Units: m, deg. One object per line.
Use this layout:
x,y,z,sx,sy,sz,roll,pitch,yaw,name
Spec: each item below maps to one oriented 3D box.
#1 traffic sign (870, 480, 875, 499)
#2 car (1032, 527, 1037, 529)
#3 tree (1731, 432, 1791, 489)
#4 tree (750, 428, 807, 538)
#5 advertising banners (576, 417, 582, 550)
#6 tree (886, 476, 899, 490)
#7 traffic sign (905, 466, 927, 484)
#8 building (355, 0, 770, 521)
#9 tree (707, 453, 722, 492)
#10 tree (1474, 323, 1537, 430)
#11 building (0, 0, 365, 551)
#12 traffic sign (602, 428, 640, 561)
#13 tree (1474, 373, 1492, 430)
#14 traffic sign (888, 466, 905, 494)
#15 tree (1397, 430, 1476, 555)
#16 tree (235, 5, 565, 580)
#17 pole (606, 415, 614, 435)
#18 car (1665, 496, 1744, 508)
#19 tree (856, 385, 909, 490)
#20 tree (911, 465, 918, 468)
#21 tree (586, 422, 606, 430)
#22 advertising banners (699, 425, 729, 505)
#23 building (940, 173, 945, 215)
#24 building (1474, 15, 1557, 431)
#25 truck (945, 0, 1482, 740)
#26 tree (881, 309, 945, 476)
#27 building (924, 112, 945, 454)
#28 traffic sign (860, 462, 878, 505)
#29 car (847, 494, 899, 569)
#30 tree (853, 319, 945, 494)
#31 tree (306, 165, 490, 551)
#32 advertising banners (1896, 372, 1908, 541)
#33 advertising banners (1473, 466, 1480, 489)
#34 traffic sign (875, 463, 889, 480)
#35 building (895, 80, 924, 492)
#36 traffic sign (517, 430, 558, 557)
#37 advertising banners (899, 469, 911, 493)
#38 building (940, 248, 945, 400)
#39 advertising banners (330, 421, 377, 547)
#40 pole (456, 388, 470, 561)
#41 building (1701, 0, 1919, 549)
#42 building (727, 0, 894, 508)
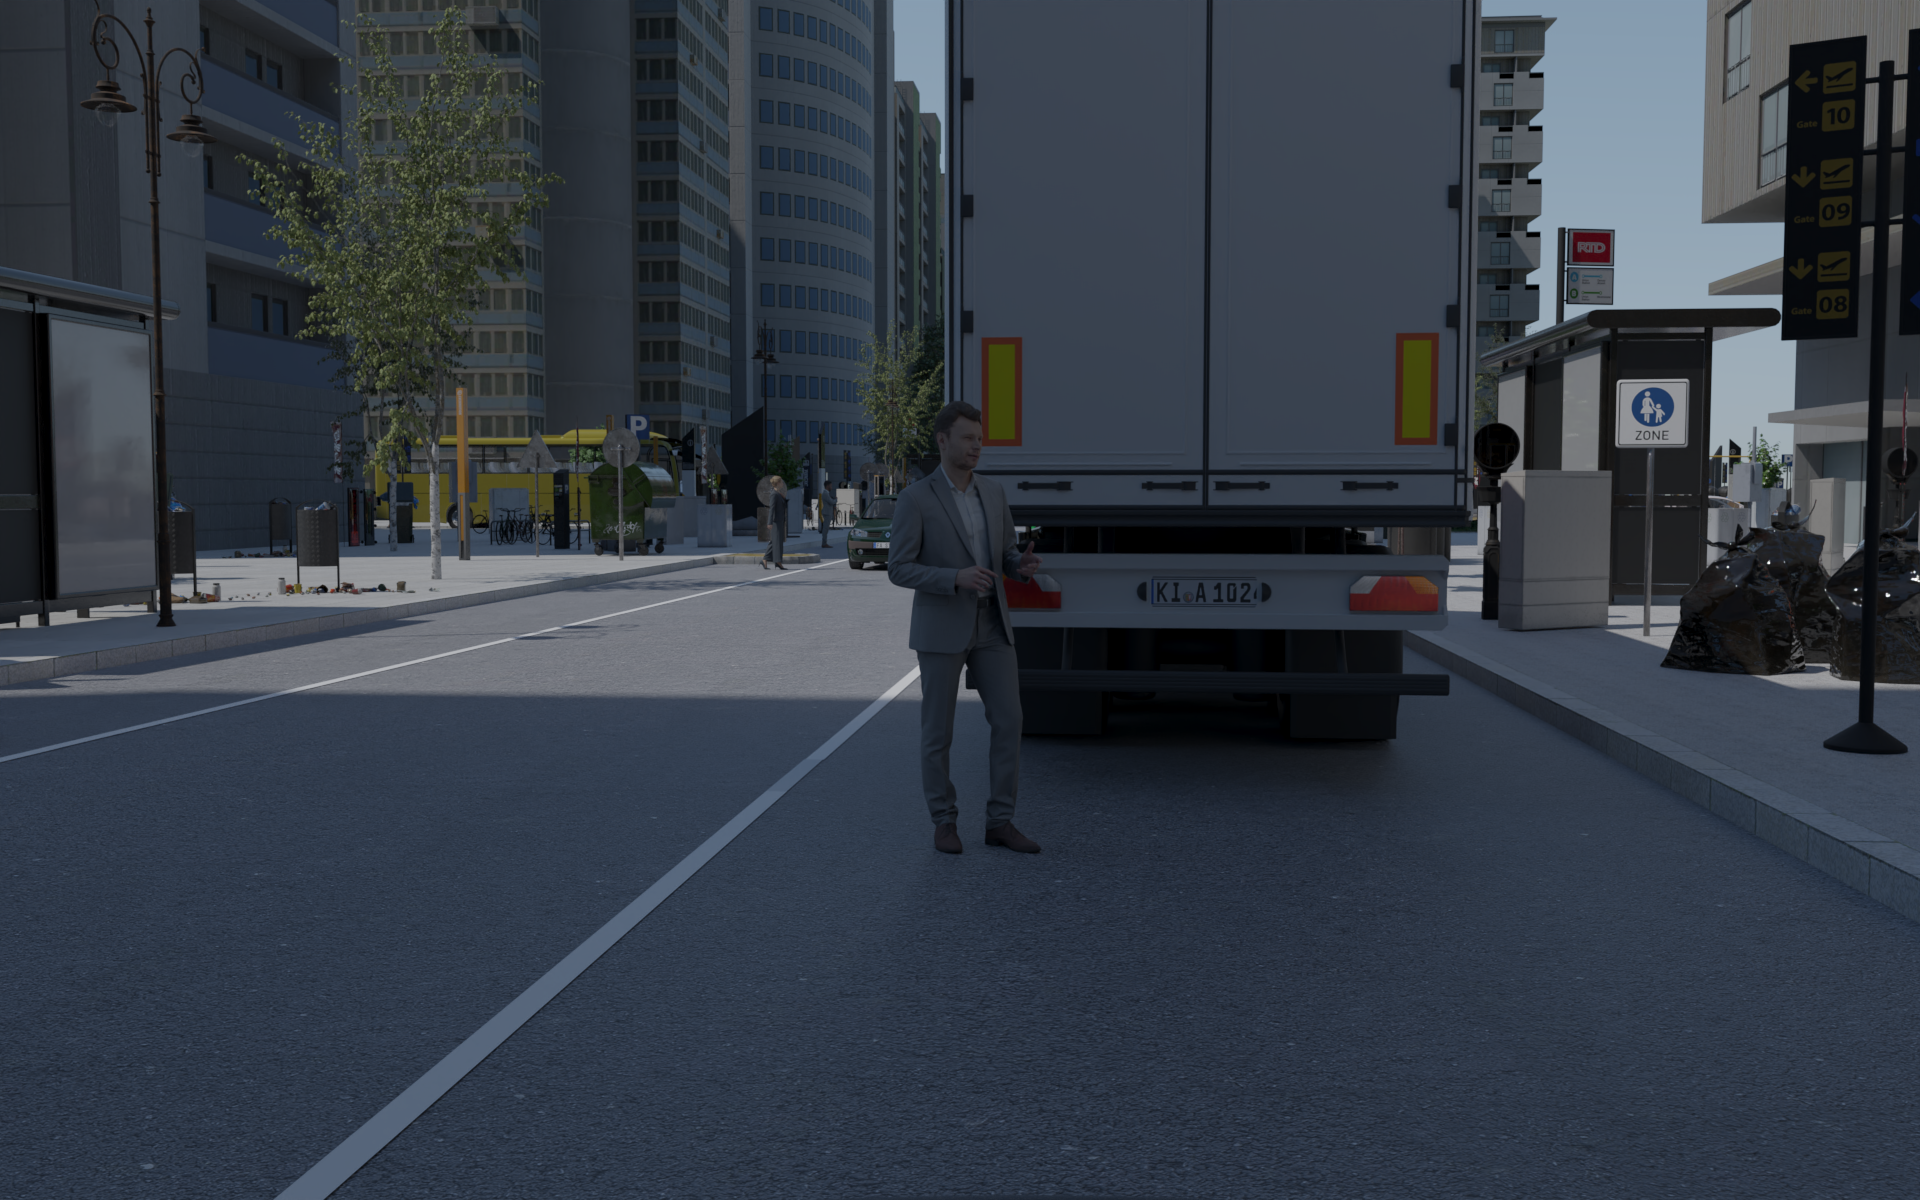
-3.970,-4.949,81.030,0.768,2.556,0.104,0,4,7,traffic sign
2.004,-1.095,26.697,1.959,1.807,4.718,0,4,7,car
25.186,-3.676,54.705,1.663,3.219,1.824,0,3,0,tree
-5.368,-3.454,51.078,1.663,3.219,1.824,0,3,0,tree
-8.758,-2.665,39.755,0.090,3.025,2.074,-1,4,-11,advertising banners
-5.087,-7.936,124.357,1.663,3.219,1.824,0,3,0,tree
-1.559,-3.528,61.329,0.795,2.450,0.064,0,4,5,traffic sign
-25.832,-24.547,93.230,32.217,40.220,23.993,0,4,5,building
-10.830,-5.162,79.000,1.663,3.219,1.824,0,3,0,tree
23.938,-7.627,75.068,4.360,8.622,3.978,0,3,0,tree
-30.616,-30.611,42.483,28.212,58.520,21.231,0,4,5,building
-6.527,-2.031,33.308,0.768,2.556,0.104,1,4,12,traffic sign
25.864,-8.627,91.415,4.737,8.622,4.395,0,3,0,tree
-2.979,-4.904,80.178,0.884,2.594,0.081,1,4,11,traffic sign
5.963,-1.720,22.723,1.663,3.219,1.824,0,3,0,tree
-8.119,-4.612,25.772,4.737,8.622,4.395,0,3,0,tree
-9.010,-3.110,44.688,0.158,3.312,0.155,0,3,0,pole
27.503,-3.105,63.126,4.827,1.381,2.083,0,4,5,car
-4.907,-10.156,116.419,4.360,8.622,3.978,0,3,0,tree
-2.697,-9.775,143.531,4.285,4.588,4.351,0,3,0,tree
-16.338,-5.848,79.326,4.285,4.588,4.351,0,3,0,tree
-6.387,-2.983,44.966,0.090,3.025,2.074,1,4,12,advertising banners
-5.786,-39.188,264.432,21.300,48.544,21.600,0,4,5,building
47.761,-36.806,191.016,28.713,52.752,27.495,0,4,5,building
1.775,-1.503,13.486,2.839,4.237,11.283,0,4,7,truck
-0.219,-11.541,105.705,9.611,12.733,9.660,0,3,0,tree
-9.666,-30.427,181.070,14.154,41.232,14.086,0,4,5,building
-3.650,-4.238,69.394,0.768,2.556,0.104,1,4,8,traffic sign
-1.102,-1.491,34.165,2.009,1.686,4.222,0,4,7,car
-2.727,-7.559,73.945,4.737,8.622,4.395,0,3,0,tree
-12.735,-5.414,38.885,4.360,8.622,3.978,0,3,0,tree
13.274,-1.725,24.388,0.090,3.025,2.074,2,4,30,advertising banners
25.652,-5.623,88.127,0.090,3.025,2.074,-3,4,-38,advertising banners
-3.307,-4.349,71.219,0.768,2.556,0.104,1,4,10,traffic sign
-11.630,-29.574,167.133,14.154,41.232,14.086,0,4,5,building
-8.572,-2.145,35.082,0.884,2.594,0.081,1,4,11,traffic sign
-4.244,-7.589,120.261,2.074,3.025,0.090,-2,4,-25,advertising banners
-9.186,-25.934,195.718,14.160,30.474,14.107,0,4,5,building
-14.803,-2.819,42.275,0.090,3.025,2.074,1,4,9,advertising banners
-9.581,-2.420,33.404,0.158,3.312,0.155,0,3,0,pole
32.342,-27.084,32.057,28.713,52.752,27.495,0,4,5,building
-17.072,-35.721,126.034,21.231,58.520,28.212,0,4,5,building
